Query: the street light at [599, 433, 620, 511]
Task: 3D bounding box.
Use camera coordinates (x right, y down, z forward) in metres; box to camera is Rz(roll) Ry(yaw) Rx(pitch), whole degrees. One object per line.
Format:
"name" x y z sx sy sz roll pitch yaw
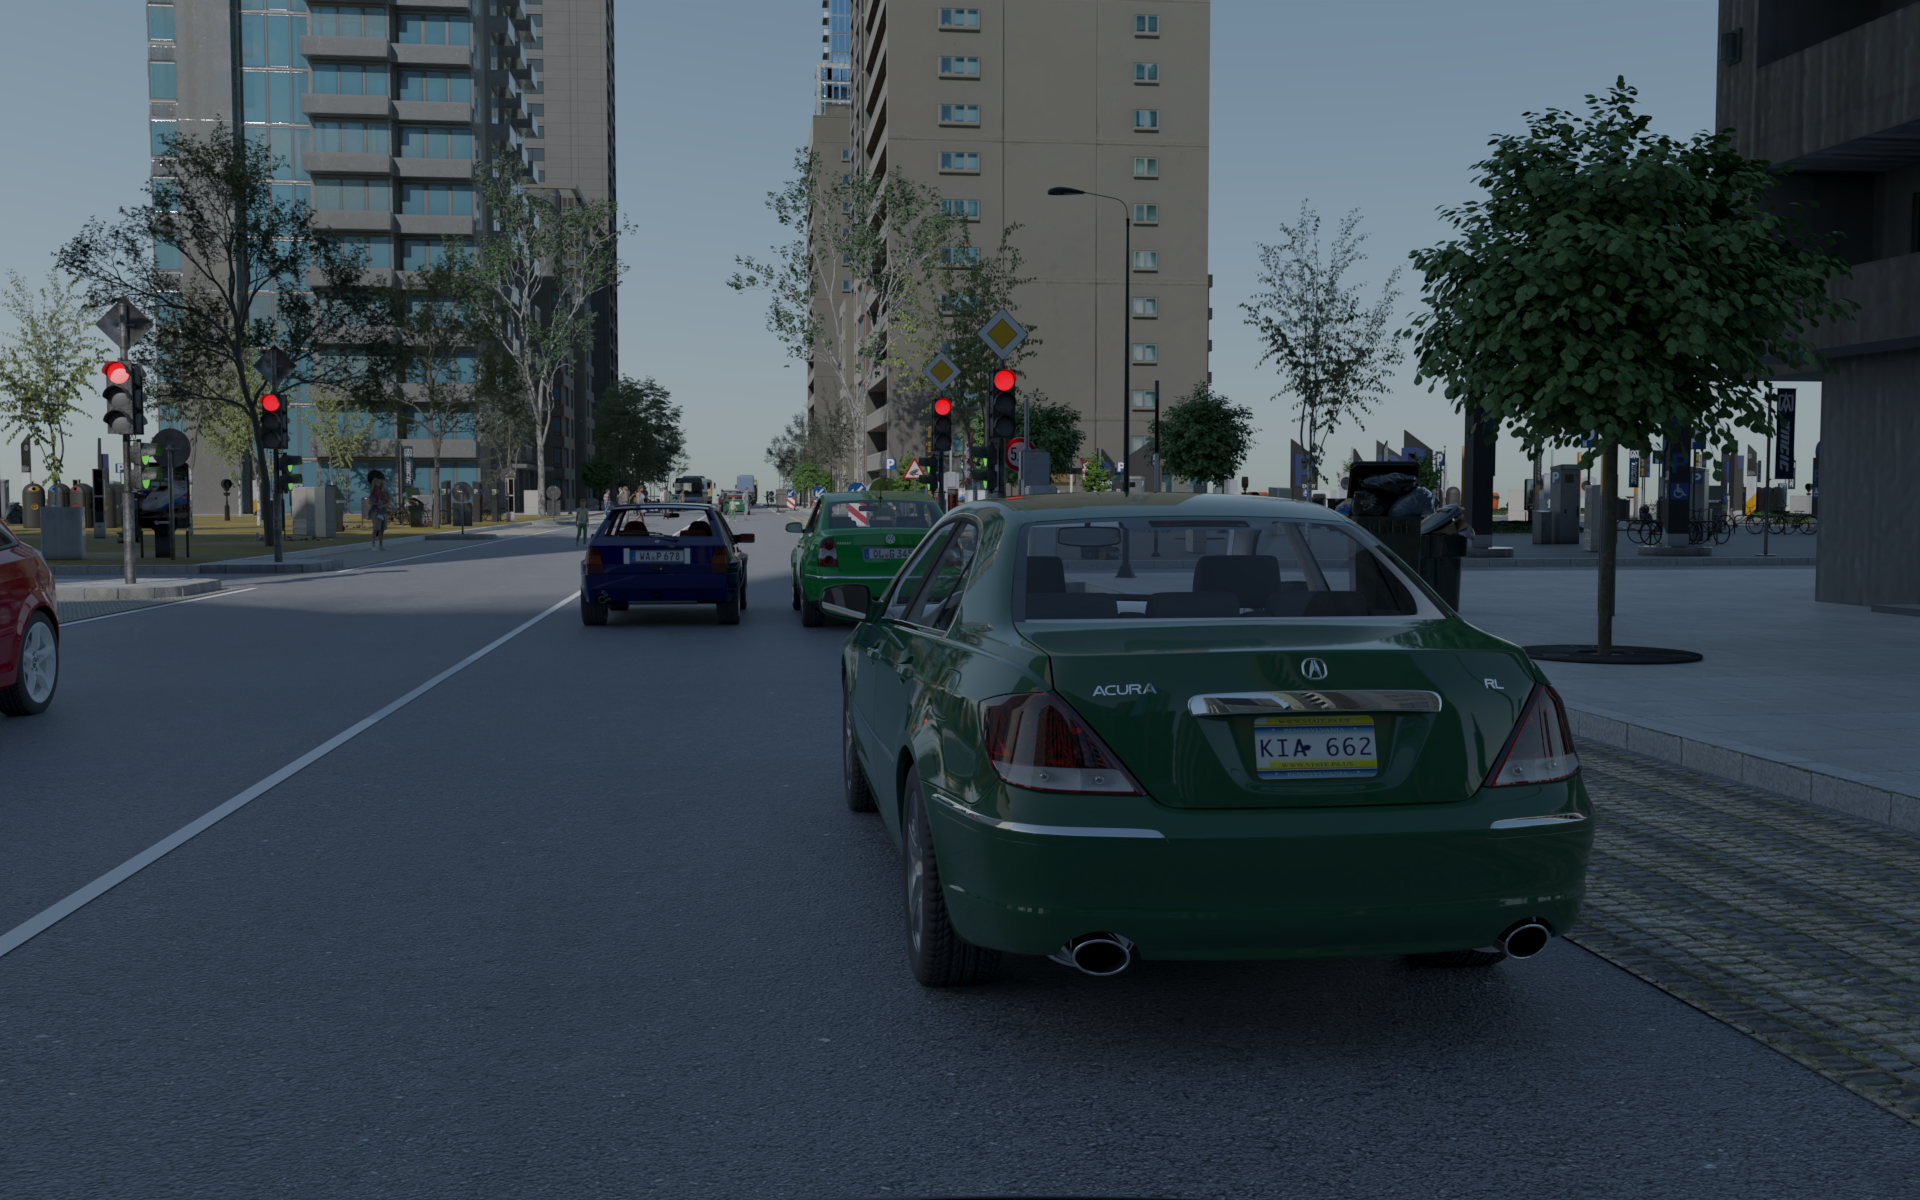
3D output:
"street light" -26.777 -9.725 131.550 1.470 5.913 1.316 0 4 -7

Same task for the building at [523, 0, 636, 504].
"building" -52.876 -48.069 224.177 20.563 71.187 20.611 0 4 -7

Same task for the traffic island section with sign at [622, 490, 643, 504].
"traffic island section with sign" -25.434 -7.545 131.988 1.989 1.847 2.006 0 4 -7

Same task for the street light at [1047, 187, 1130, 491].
"street light" 2.014 -3.295 26.408 1.470 5.913 1.316 0 4 -7

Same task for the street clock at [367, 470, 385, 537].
"street clock" -17.589 -2.915 52.223 0.471 2.002 0.358 0 4 -4

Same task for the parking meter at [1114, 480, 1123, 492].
"parking meter" 6.659 -4.080 72.419 0.399 1.863 0.255 1 4 18

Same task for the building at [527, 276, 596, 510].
"building" -47.052 -18.670 150.293 27.650 21.520 28.899 0 4 -7

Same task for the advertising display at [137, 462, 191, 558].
"advertising display" -16.007 -1.812 34.833 0.974 1.923 0.123 -1 4 -15

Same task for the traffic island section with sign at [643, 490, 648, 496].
"traffic island section with sign" -28.818 -9.181 158.730 1.989 1.847 2.006 0 4 -7

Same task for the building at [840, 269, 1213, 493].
"building" 4.326 -18.592 149.016 27.650 21.520 28.899 0 4 -7

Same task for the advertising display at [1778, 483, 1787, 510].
"advertising display" 48.313 -5.906 101.776 0.974 1.923 0.123 -3 5 -40

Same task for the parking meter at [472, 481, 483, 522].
"parking meter" -21.852 -4.450 78.465 0.399 1.863 0.255 1 4 13

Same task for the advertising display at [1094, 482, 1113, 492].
"advertising display" 6.382 -4.451 77.988 0.974 1.923 0.123 -1 4 -12

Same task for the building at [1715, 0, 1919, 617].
"building" 15.870 -15.036 17.534 14.160 30.474 14.107 0 4 -7

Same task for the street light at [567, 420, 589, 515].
"street light" -23.875 -8.306 108.349 1.470 5.913 1.316 0 4 -7

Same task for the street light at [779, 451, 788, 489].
"street light" -19.506 -13.741 197.208 1.470 5.913 1.316 0 4 -7

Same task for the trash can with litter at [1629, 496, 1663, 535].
"trash can with litter" 22.507 -2.698 55.176 1.678 1.210 2.233 2 4 32

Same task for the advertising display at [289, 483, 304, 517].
"advertising display" -37.757 -5.712 98.605 0.123 1.923 0.974 2 4 26

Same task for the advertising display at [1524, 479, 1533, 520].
"advertising display" 24.254 -4.177 73.514 0.974 1.923 0.123 -3 5 -41

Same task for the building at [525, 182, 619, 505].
"building" -56.115 -31.217 202.278 32.217 40.220 23.993 0 4 -7

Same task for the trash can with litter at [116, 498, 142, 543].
"trash can with litter" -21.761 -2.086 45.488 0.624 1.170 1.055 -1 4 -12

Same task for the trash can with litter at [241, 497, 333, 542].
"trash can with litter" -18.477 -2.239 47.662 2.233 1.210 1.678 0 4 -6

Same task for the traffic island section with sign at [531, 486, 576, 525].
"traffic island section with sign" -19.021 -4.438 81.191 1.989 1.847 2.006 0 4 -7

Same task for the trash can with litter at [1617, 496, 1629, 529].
"trash can with litter" 23.281 -3.117 62.019 2.233 1.210 1.678 0 4 5

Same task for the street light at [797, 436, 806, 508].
"street light" -12.064 -10.150 138.494 1.470 5.913 1.316 0 4 -7

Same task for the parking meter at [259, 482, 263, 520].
"parking meter" -34.331 -4.852 85.039 0.255 1.863 0.399 0 4 3

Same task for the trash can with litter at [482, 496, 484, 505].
"trash can with litter" -29.048 -5.761 105.257 1.678 1.210 2.233 -3 5 -45

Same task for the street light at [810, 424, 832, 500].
"street light" -9.107 -8.725 115.198 1.470 5.913 1.316 0 4 -7

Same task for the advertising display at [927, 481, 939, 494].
"advertising display" -1.232 -4.942 86.009 0.974 1.923 0.123 -3 4 -37

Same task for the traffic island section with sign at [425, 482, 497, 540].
"traffic island section with sign" -15.653 -2.802 54.446 1.989 1.847 2.006 0 4 -7

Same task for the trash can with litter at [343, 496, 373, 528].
"trash can with litter" -22.909 -3.362 66.031 2.233 1.210 1.678 0 4 -2

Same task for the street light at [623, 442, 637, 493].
"street light" -29.821 -11.135 154.597 1.470 5.913 1.316 0 4 -7

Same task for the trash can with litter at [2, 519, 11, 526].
"trash can with litter" -38.477 -3.529 69.085 1.055 1.170 0.624 -1 4 -22

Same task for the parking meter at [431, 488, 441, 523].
"parking meter" -22.908 -4.118 75.735 0.372 1.533 0.369 0 3 0

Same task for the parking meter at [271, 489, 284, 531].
"parking meter" -23.637 -3.155 59.991 0.372 1.533 0.369 0 3 0

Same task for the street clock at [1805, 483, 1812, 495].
"street clock" 56.635 -6.790 115.583 0.358 2.002 0.471 -1 4 -21

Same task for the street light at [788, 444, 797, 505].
"street light" -15.079 -11.575 161.793 1.470 5.913 1.316 0 4 -7

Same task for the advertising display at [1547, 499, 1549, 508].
"advertising display" 28.485 -4.890 85.166 0.974 1.923 0.123 -1 4 -13

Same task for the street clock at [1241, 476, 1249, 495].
"street clock" 11.714 -4.077 71.226 0.358 2.002 0.471 1 4 19

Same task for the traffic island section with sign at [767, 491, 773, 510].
"traffic island section with sign" -16.450 -9.209 159.196 1.989 1.847 2.006 0 4 -7

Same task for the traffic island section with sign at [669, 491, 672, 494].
"traffic island section with sign" -39.057 -14.139 239.805 1.989 1.847 2.006 0 4 -7

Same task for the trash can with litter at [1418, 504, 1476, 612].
"trash can with litter" 4.939 -0.441 18.601 1.055 1.170 0.624 -1 4 -11

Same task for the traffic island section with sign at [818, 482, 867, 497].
"traffic island section with sign" -3.541 -2.956 56.966 1.989 1.847 2.006 0 4 -7

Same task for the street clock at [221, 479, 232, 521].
"street clock" -35.142 -4.798 83.020 0.358 2.002 0.471 2 4 32

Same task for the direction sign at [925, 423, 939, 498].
"direction sign" -0.848 -3.854 55.008 0.379 3.537 0.876 -2 4 -35

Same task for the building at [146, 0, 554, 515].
"building" -41.576 -30.622 120.286 23.786 49.044 30.456 0 4 -7

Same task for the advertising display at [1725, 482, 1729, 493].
"advertising display" 41.568 -5.401 93.518 0.974 1.923 0.123 -3 5 -43

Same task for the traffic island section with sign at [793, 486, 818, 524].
"traffic island section with sign" -6.926 -4.592 83.709 1.989 1.847 2.006 0 4 -7

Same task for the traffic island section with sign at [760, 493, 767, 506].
"traffic island section with sign" -26.925 -14.283 242.158 1.989 1.847 2.006 0 4 -7

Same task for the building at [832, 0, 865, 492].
"building" -2.232 -44.852 171.579 20.563 71.187 20.611 0 4 -7

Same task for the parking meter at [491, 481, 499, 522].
"parking meter" -21.167 -4.475 78.869 0.255 1.863 0.399 0 4 0

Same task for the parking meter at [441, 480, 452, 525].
"parking meter" -21.647 -4.115 72.986 0.255 1.863 0.399 1 4 18

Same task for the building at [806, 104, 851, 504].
"building" -7.720 -36.040 212.961 21.300 48.544 21.600 0 4 -7

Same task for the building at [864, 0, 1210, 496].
"building" 4.653 -30.474 121.947 21.300 48.544 21.600 0 4 -7

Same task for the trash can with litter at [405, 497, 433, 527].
"trash can with litter" -20.852 -3.395 66.900 0.624 1.170 1.055 2 4 32

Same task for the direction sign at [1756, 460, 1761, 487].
"direction sign" 53.604 -7.619 116.572 0.379 3.537 0.876 -1 4 -11

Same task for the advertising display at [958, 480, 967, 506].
"advertising display" -0.138 -4.364 76.567 0.974 1.923 0.123 2 4 30

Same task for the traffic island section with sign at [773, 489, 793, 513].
"traffic island section with sign" -13.077 -7.573 132.452 1.989 1.847 2.006 0 4 -7
